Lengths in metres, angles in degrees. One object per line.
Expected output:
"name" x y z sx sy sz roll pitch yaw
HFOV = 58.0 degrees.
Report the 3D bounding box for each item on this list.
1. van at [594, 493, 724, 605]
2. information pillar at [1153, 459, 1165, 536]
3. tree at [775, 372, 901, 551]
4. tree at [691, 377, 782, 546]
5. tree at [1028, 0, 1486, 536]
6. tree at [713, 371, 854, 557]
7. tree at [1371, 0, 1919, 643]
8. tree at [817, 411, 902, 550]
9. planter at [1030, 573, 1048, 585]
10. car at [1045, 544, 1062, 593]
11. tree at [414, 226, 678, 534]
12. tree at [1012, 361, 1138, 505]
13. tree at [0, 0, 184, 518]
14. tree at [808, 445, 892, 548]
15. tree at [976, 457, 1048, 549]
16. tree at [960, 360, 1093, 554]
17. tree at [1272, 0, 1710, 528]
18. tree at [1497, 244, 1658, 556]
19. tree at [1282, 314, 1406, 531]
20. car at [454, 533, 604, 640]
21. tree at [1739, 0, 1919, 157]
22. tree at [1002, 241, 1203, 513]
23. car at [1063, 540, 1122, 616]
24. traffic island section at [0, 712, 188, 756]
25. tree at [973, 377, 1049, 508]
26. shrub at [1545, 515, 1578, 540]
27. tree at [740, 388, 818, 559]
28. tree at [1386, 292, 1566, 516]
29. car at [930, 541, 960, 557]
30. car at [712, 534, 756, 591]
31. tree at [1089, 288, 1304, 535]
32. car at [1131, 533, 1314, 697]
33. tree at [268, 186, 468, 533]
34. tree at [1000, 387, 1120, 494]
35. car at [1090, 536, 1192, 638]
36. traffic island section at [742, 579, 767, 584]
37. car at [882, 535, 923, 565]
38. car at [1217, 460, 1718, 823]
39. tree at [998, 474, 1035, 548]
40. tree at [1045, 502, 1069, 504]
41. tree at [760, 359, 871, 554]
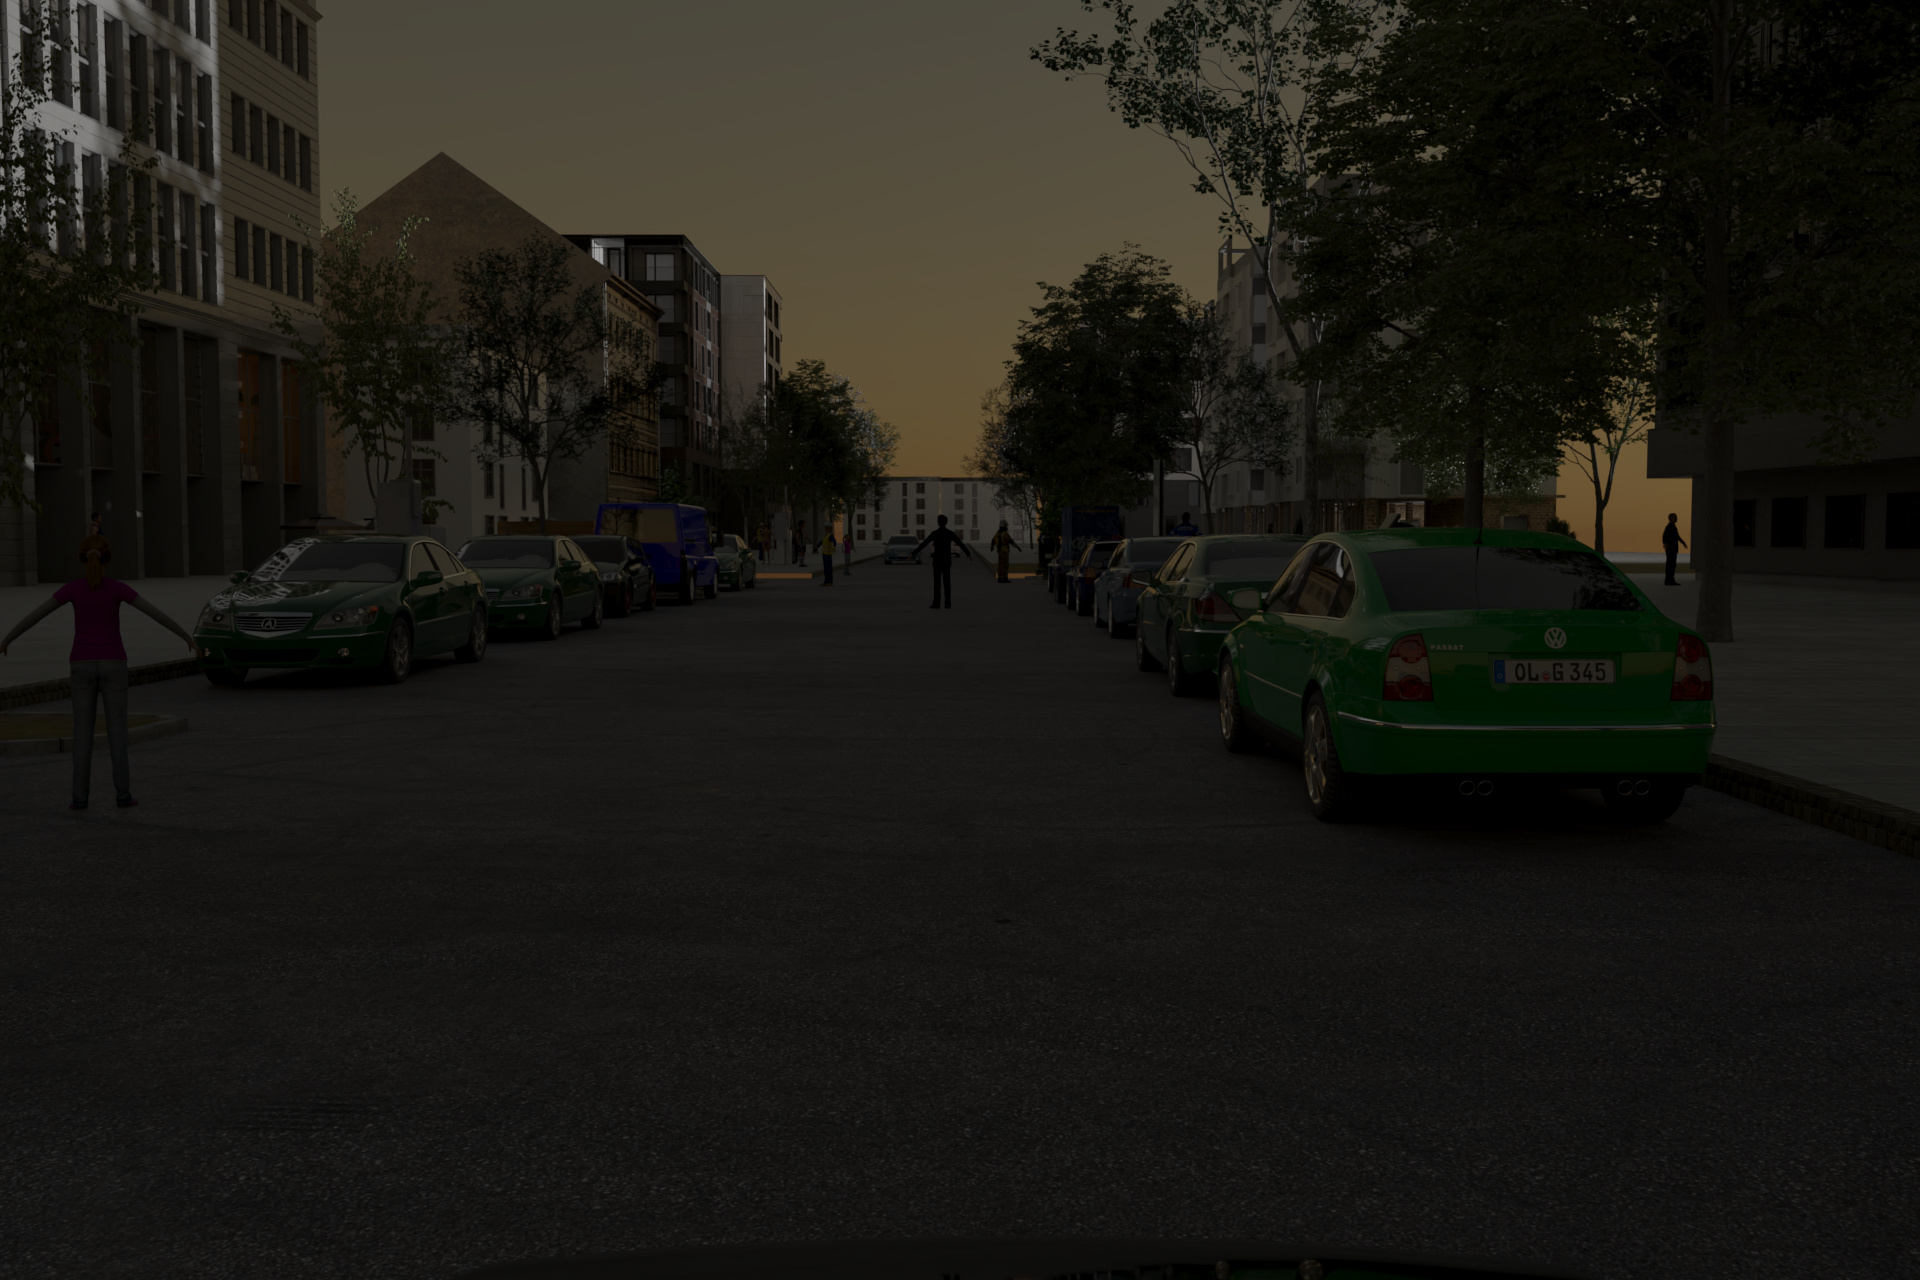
"van" -6.318 -1.968 36.553 2.240 2.365 5.245 0 4 0
"information pillar" 6.345 -3.915 55.333 0.184 3.620 1.656 0 3 0
"tree" -9.596 -13.422 129.819 12.009 13.543 11.850 0 3 0
"tree" -9.827 -7.978 80.808 4.360 8.622 3.978 0 3 0
"tree" 7.773 -11.586 45.314 12.611 20.169 13.585 0 3 0
"tree" -9.527 -10.064 98.963 7.601 10.594 8.767 3 5 42
"tree" 8.906 -6.273 20.692 7.486 12.596 7.792 0 3 0
"tree" -8.943 -13.253 142.446 9.928 11.665 9.643 0 3 0
"planter" 3.016 -1.735 49.506 1.991 0.319 1.994 0 3 0
"car" 3.022 -1.755 41.281 1.945 1.354 3.894 0 4 0
"tree" -12.412 -7.189 51.948 8.767 10.594 7.601 0 4 5
"tree" 6.368 -9.537 90.343 7.601 10.594 8.767 -1 4 -15
"tree" -12.736 -4.443 22.998 4.737 8.622 4.395 0 3 0
"tree" -9.969 -13.669 157.898 8.767 10.594 7.601 -3 4 -39
"tree" 5.819 -12.829 144.168 8.767 10.594 7.601 -3 4 -36
"tree" 5.535 -12.439 113.745 12.009 13.543 11.850 0 3 0
"tree" 9.286 -6.902 30.973 7.486 12.596 7.792 0 3 0
"tree" 22.152 -8.174 59.406 9.928 11.665 9.643 0 3 0
"tree" 12.710 -6.538 57.256 4.360 8.622 3.978 0 3 0
"car" -6.359 -0.798 24.840 2.131 1.459 4.920 0 3 0
"tree" 8.476 -4.676 10.864 7.601 10.594 8.767 -2 4 -32
"tree" 6.150 -10.416 76.954 9.857 13.997 8.962 0 3 0
"car" 2.883 -1.159 31.526 1.945 1.354 3.894 0 4 0
"traffic island section" -6.628 0.655 12.150 1.991 0.108 1.994 0 4 0
"tree" 6.175 -13.394 129.358 12.009 13.543 11.850 0 3 0
"shrub" 23.051 -3.823 66.920 1.690 2.028 1.600 0 3 0
"tree" -9.578 -8.362 87.084 4.360 8.622 3.978 0 3 0
"tree" 21.622 -9.516 73.714 7.486 12.596 7.792 0 3 0
"car" -0.915 -5.834 107.746 2.083 1.381 4.827 0 4 -1
"car" -6.381 -2.019 44.803 2.131 1.459 4.920 0 4 0
"tree" 9.395 -8.015 65.458 8.767 10.594 7.601 -2 4 -32
"car" 2.773 -0.299 16.692 2.131 1.459 4.920 0 3 0
"tree" -12.448 -5.291 36.873 4.737 8.622 4.395 0 3 0
"tree" 5.953 -10.189 100.998 8.767 10.594 7.601 2 4 27
"car" 2.929 -0.799 25.068 2.014 1.417 4.499 0 4 0
"traffic island section" -6.681 -1.690 50.496 1.991 0.108 1.994 0 4 0
"car" -2.694 -4.346 83.056 2.014 1.417 4.499 0 3 0
"car" 2.634 -0.073 9.984 1.959 1.807 4.718 0 4 -1
"tree" 6.072 -12.846 160.399 4.360 8.622 3.978 0 3 0
"tree" 15.823 -20.388 251.471 7.486 12.596 7.792 0 3 0
"tree" -9.797 -11.906 112.792 7.486 12.596 7.792 0 3 0
